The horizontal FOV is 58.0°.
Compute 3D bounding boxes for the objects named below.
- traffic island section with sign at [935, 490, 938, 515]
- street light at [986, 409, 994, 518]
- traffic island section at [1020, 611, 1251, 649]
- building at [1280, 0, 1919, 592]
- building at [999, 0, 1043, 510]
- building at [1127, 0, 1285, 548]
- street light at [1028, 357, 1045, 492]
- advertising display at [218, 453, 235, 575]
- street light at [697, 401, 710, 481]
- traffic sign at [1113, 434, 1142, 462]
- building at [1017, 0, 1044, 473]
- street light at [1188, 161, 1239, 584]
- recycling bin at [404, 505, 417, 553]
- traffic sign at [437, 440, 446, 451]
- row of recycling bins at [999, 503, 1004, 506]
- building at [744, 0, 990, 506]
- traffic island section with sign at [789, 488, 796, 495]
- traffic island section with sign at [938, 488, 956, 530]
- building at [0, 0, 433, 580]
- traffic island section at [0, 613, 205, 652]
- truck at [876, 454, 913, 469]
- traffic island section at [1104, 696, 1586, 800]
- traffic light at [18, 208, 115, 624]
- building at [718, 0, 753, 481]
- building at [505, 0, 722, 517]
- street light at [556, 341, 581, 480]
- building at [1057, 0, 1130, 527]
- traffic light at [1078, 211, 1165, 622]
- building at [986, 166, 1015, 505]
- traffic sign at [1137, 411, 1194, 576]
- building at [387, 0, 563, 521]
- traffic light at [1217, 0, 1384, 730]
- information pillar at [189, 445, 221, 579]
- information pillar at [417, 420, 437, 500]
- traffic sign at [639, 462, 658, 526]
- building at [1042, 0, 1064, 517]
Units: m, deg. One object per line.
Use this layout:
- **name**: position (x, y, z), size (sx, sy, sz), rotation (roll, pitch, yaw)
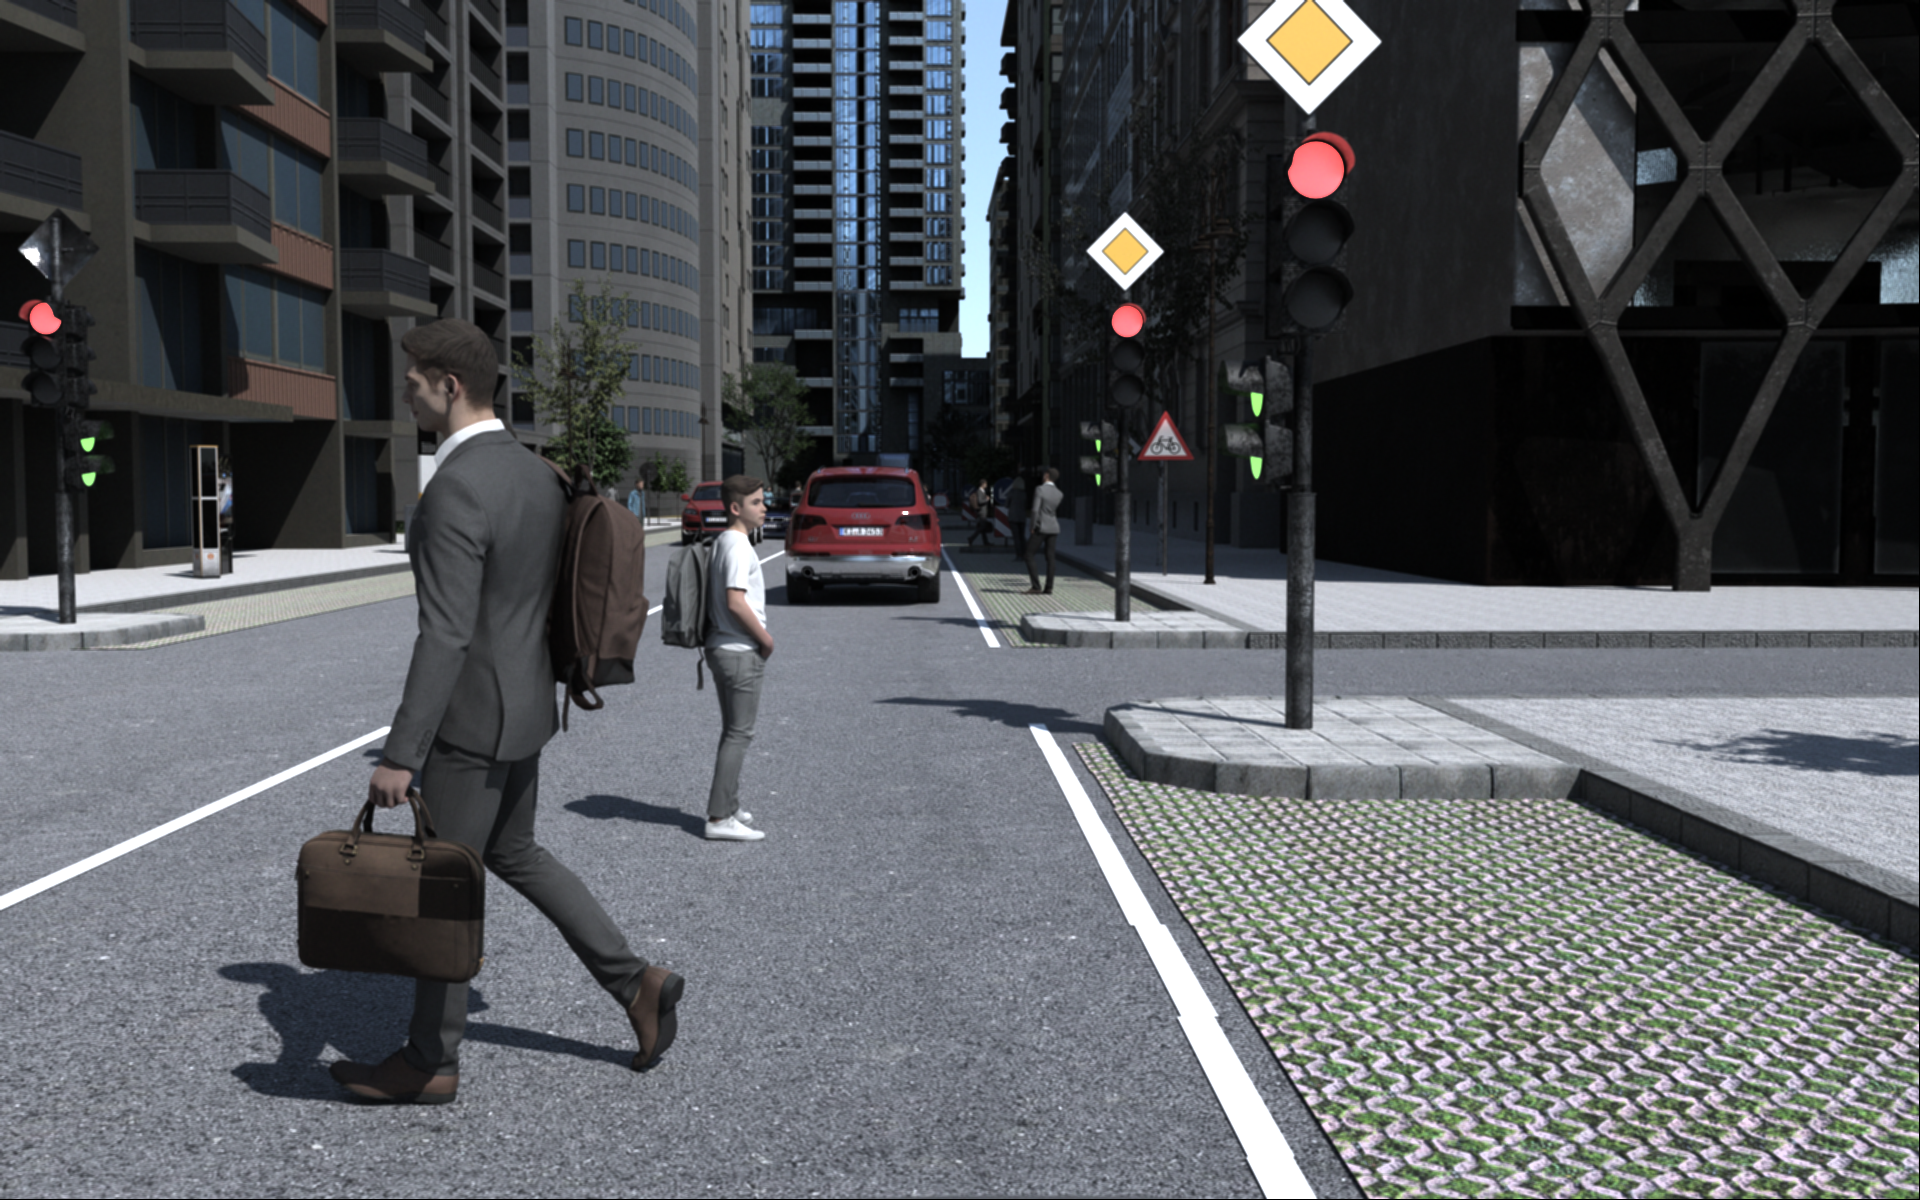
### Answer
- **traffic island section with sign**: position (-1.125, -6.763, 119.199), size (1.989, 1.847, 2.006), rotation (0, 4, -2)
- **street light**: position (1.590, -7.297, 92.095), size (0.468, 5.910, 1.993), rotation (0, 4, -2)
- **traffic island section**: position (1.661, 0.294, 17.482), size (2.009, 0.180, 2.903), rotation (0, 4, -2)
- **building**: position (15.508, -9.871, 28.836), size (16.811, 18.784, 16.820), rotation (0, 4, -2)
- **building**: position (14.747, -30.345, 150.758), size (22.147, 44.769, 28.867), rotation (0, 4, -2)
- **building**: position (12.488, -16.136, 51.220), size (14.401, 28.519, 23.554), rotation (0, 4, -2)
- **street light**: position (2.553, -5.231, 58.315), size (0.468, 5.910, 1.993), rotation (0, 4, -2)
- **advertising display**: position (-11.776, -1.368, 27.580), size (0.123, 1.923, 0.974), rotation (0, 4, -5)
- **street light**: position (-12.788, -6.955, 86.497), size (0.468, 5.910, 1.993), rotation (0, 4, -2)
- **traffic sign**: position (3.277, -2.145, 34.809), size (0.795, 2.593, 0.064), rotation (0, 4, 6)
- **building**: position (18.241, -32.614, 122.471), size (28.713, 52.752, 27.495), rotation (0, 4, -2)
- **street light**: position (3.562, -3.165, 24.537), size (0.468, 5.910, 1.993), rotation (0, 4, -2)
- **recycling bin**: position (-11.886, -1.573, 38.278), size (0.722, 1.027, 0.722), rotation (-1, 4, -15)
- **traffic sign**: position (-11.334, -2.367, 38.809), size (0.768, 2.556, 0.104), rotation (0, 4, 1)
- **row of recycling bins**: position (2.141, -3.953, 71.741), size (1.069, 1.692, 3.534), rotation (0, 4, 4)
- **building**: position (-12.583, -53.530, 187.882), size (31.000, 86.520, 22.319), rotation (0, 4, -2)
- **traffic island section with sign**: position (-11.342, -6.746, 118.929), size (1.989, 1.847, 2.006), rotation (0, 4, -2)
- **traffic island section with sign**: position (0.245, -3.705, 69.203), size (1.989, 1.847, 2.006), rotation (0, 4, -2)
- **building**: position (-23.922, -23.248, 34.723), size (22.147, 44.769, 28.867), rotation (0, 4, -2)
- **traffic island section**: position (-8.876, 0.311, 17.199), size (2.009, 0.180, 2.903), rotation (0, 4, -2)
- **truck**: position (-4.234, -7.296, 109.056), size (2.967, 4.110, 18.799), rotation (0, 4, -1)
- **traffic island section**: position (1.880, 0.782, 9.500), size (2.009, 0.180, 2.903), rotation (0, 4, -2)
- **traffic light**: position (-8.836, -1.721, 17.066), size (0.839, 4.253, 0.868), rotation (0, 4, -2)
- **building**: position (-32.244, -34.300, 150.049), size (27.495, 52.752, 28.713), rotation (0, 4, -2)
- **building**: position (-26.801, -34.472, 105.620), size (21.231, 58.520, 28.212), rotation (0, 4, -2)
- **street light**: position (-11.813, -4.872, 52.437), size (0.468, 5.910, 1.993), rotation (0, 4, -2)
- **building**: position (11.170, -18.367, 77.787), size (11.434, 29.767, 29.804), rotation (0, 4, -2)
- **traffic light**: position (1.621, -1.740, 17.367), size (0.839, 4.253, 0.868), rotation (0, 4, -2)
- **building**: position (15.320, -30.788, 195.264), size (23.993, 40.220, 32.217), rotation (0, 4, -2)
- **traffic sign**: position (3.222, -1.662, 27.179), size (0.884, 2.594, 0.081), rotation (0, 4, 8)
- **building**: position (-26.809, -38.427, 66.528), size (20.563, 71.187, 20.611), rotation (0, 4, -2)
- **traffic light**: position (1.840, -1.252, 9.385), size (0.839, 4.253, 0.868), rotation (0, 4, -2)
- **information pillar**: position (-11.465, -1.335, 26.312), size (0.304, 2.012, 0.304), rotation (3, 5, 43)
- **information pillar**: position (-11.308, -2.782, 36.836), size (0.183, 3.616, 0.504), rotation (2, 4, 28)
- **traffic sign**: position (-12.431, -4.220, 69.104), size (0.768, 2.556, 0.104), rotation (0, 4, 6)
- **building**: position (11.741, -25.534, 101.072), size (14.154, 41.232, 14.086), rotation (0, 4, -2)
